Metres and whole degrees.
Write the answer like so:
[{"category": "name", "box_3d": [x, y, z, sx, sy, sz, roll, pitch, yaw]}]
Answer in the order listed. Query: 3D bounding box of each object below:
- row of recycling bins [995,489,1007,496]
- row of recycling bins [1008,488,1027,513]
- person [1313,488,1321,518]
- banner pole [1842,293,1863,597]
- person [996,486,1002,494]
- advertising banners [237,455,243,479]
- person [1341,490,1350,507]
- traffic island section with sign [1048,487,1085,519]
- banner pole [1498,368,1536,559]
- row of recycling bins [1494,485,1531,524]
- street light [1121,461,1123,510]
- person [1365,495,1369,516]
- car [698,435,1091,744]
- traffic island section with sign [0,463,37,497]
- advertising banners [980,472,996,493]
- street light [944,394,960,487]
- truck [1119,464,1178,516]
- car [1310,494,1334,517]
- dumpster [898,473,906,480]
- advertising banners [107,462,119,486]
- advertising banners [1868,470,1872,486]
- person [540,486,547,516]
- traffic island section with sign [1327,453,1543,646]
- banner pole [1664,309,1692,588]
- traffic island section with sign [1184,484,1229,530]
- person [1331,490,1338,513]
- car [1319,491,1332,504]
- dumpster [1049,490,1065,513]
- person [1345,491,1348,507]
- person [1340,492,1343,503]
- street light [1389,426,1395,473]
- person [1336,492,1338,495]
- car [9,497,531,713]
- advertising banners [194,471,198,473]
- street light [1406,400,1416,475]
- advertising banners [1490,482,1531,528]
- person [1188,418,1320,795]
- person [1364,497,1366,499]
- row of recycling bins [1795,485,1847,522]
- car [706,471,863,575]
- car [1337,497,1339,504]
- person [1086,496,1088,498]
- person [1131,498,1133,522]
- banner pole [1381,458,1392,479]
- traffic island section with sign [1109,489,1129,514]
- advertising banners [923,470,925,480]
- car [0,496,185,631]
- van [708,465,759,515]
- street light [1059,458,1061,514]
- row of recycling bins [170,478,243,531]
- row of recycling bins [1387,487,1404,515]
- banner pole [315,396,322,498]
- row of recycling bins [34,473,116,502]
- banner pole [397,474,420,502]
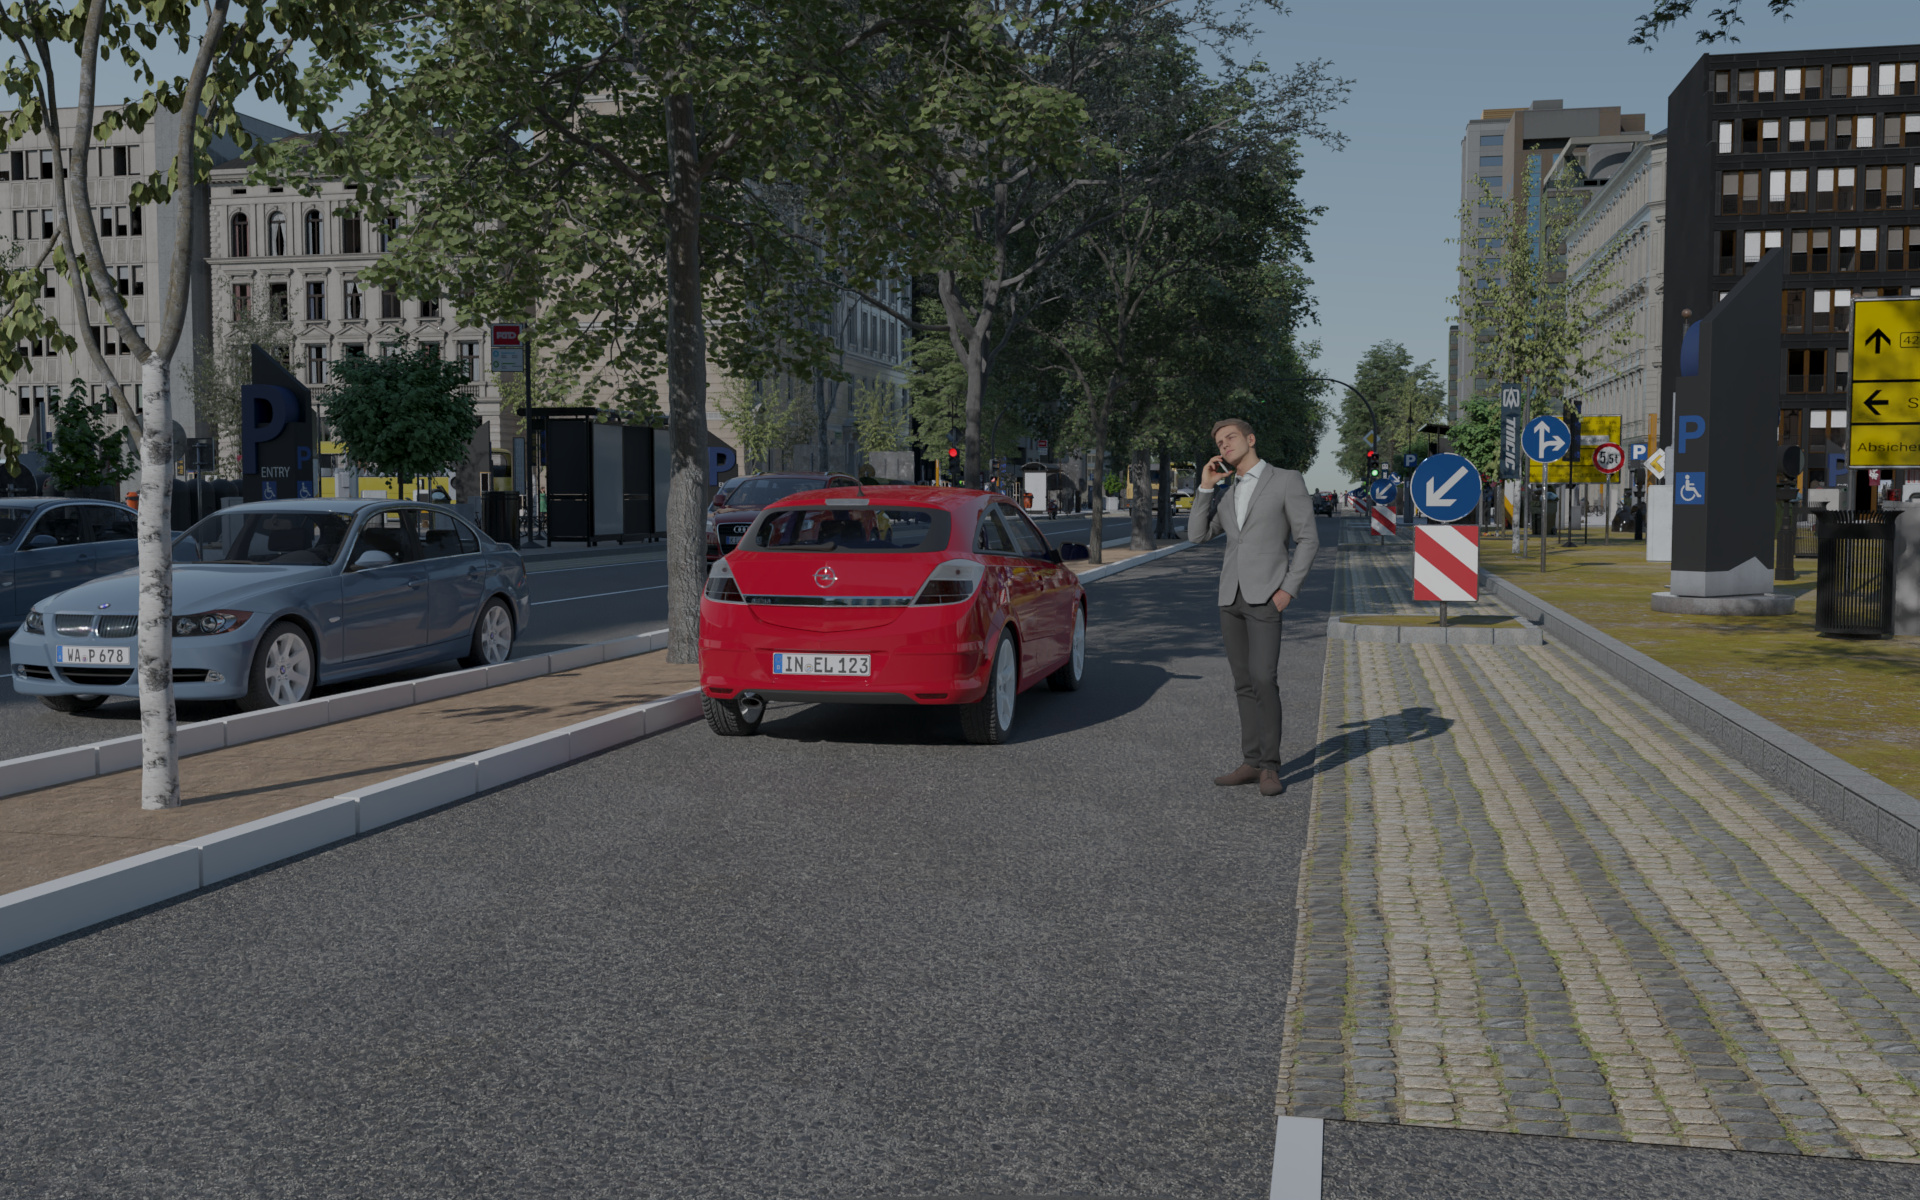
[{"category": "row of recycling bins", "box_3d": [2.314, -8.120, 139.882, 3.534, 1.692, 1.069, -1, 4, -14]}, {"category": "row of recycling bins", "box_3d": [4.624, -6.898, 119.890, 1.069, 1.692, 3.534, 2, 4, 25]}, {"category": "person", "box_3d": [21.097, -5.744, 102.589, 0.709, 1.800, 0.728, -1, 4, -12]}, {"category": "banner pole", "box_3d": [11.311, -1.926, 21.514, 0.401, 3.779, 0.863, -3, 4, -36]}, {"category": "person", "box_3d": [1.838, -4.481, 81.865, 0.391, 1.810, 0.635, 0, 4, -7]}, {"category": "advertising banners", "box_3d": [-31.228, -4.953, 77.175, 2.074, 3.025, 0.090, 0, 4, 8]}, {"category": "person", "box_3d": [42.622, -11.204, 191.310, 1.348, 1.869, 0.705, -1, 4, -19]}, {"category": "traffic island section with sign", "box_3d": [6.210, -5.618, 100.488, 1.989, 1.847, 2.006, 1, 4, 12]}, {"category": "banner pole", "box_3d": [11.082, -2.718, 34.456, 0.863, 3.779, 0.401, -1, 4, -17]}, {"category": "row of recycling bins", "box_3d": [23.918, -4.156, 75.058, 1.069, 1.692, 3.534, 2, 4, 32]}, {"category": "street light", "box_3d": [13.327, -10.346, 141.946, 0.468, 5.910, 1.993, 1, 4, 12]}, {"category": "person", "box_3d": [25.041, -5.954, 106.022, 0.466, 1.800, 0.511, 1, 4, 23]}, {"category": "car", "box_3d": [-0.269, -0.152, 11.534, 2.155, 1.783, 4.494, 1, 4, 13]}, {"category": "traffic island section with sign", "box_3d": [-11.543, -0.713, 20.292, 1.989, 1.847, 2.006, 1, 4, 12]}, {"category": "advertising banners", "box_3d": [2.314, -8.628, 137.251, 2.074, 3.025, 0.090, -2, 4, -28]}, {"category": "street light", "box_3d": [-0.338, -6.548, 79.840, 0.468, 5.910, 1.993, 1, 4, 12]}, {"category": "truck", "box_3d": [12.499, -7.143, 112.708, 3.469, 3.379, 9.791, 1, 4, 12]}, {"category": "car", "box_3d": [22.256, -5.988, 107.693, 2.009, 1.686, 4.222, 1, 4, 11]}, {"category": "dumpster", "box_3d": [-3.135, -4.774, 80.546, 1.502, 2.255, 1.985, 1, 4, 13]}, {"category": "advertising banners", "box_3d": [-26.690, -3.499, 53.404, 0.090, 3.025, 2.074, 1, 4, 22]}, {"category": "advertising banners", "box_3d": [29.483, -3.573, 54.612, 0.090, 3.025, 2.074, -2, 4, -25]}, {"category": "person", "box_3d": [-19.627, -4.448, 81.478, 0.529, 1.795, 0.600, 1, 4, 15]}, {"category": "traffic island section with sign", "box_3d": [4.717, -0.536, 17.387, 1.989, 1.847, 2.006, 1, 4, 12]}, {"category": "banner pole", "box_3d": [9.892, -2.036, 23.303, 0.401, 3.779, 0.863, -1, 4, -17]}, {"category": "traffic island section with sign", "box_3d": [10.057, -3.745, 69.361, 2.006, 1.907, 1.989, 1, 4, 12]}, {"category": "person", "box_3d": [29.117, -7.695, 134.727, 0.576, 1.772, 0.534, 1, 4, 14]}, {"category": "car", "box_3d": [45.297, -12.600, 214.678, 2.281, 1.827, 5.304, 1, 4, 12]}, {"category": "dumpster", "box_3d": [6.906, -7.020, 120.539, 1.264, 1.857, 1.865, 1, 4, 12]}, {"category": "person", "box_3d": [39.205, -10.172, 175.727, 0.530, 1.710, 0.541, 3, 5, 40]}, {"category": "person", "box_3d": [60.501, -16.250, 274.863, 0.551, 1.740, 0.621, 1, 4, 12]}, {"category": "street light", "box_3d": [29.088, -8.797, 116.617, 0.468, 5.910, 1.993, 1, 4, 12]}, {"category": "person", "box_3d": [63.660, -17.345, 293.013, 0.541, 1.710, 0.530, 2, 4, 30]}, {"category": "car", "box_3d": [-4.800, -0.044, 12.722, 2.014, 1.417, 4.499, 1, 4, 13]}, {"category": "advertising banners", "box_3d": [-35.512, -5.078, 79.208, 0.090, 3.025, 2.074, 2, 4, 33]}, {"category": "street light", "box_3d": [22.204, -6.894, 85.508, 0.468, 5.910, 1.993, 1, 4, 12]}, {"category": "advertising banners", "box_3d": [20.724, -4.230, 65.344, 2.074, 3.025, 0.090, -2, 4, -24]}, {"category": "person", "box_3d": [1.423, 0.014, 8.451, 0.473, 1.802, 0.592, -2, 4, -28]}, {"category": "person", "box_3d": [33.226, -8.079, 141.599, 0.522, 1.701, 0.512, 1, 4, 10]}, {"category": "row of recycling bins", "box_3d": [39.829, -4.538, 81.315, 3.534, 1.692, 1.069, 1, 4, 22]}, {"category": "car", "box_3d": [-2.743, -1.210, 28.451, 2.281, 1.827, 5.304, 1, 4, 11]}, {"category": "car", "box_3d": [56.338, -15.294, 261.852, 2.131, 1.459, 4.920, 1, 4, 14]}, {"category": "person", "box_3d": [17.534, -13.906, 235.996, 0.705, 1.807, 1.348, 2, 4, 26]}, {"category": "person", "box_3d": [8.033, -4.287, 78.936, 0.601, 1.785, 0.444, -3, 5, -44]}, {"category": "banner pole", "box_3d": [29.537, -7.936, 119.764, 0.863, 3.779, 0.401, 0, 4, 8]}, {"category": "traffic island section with sign", "box_3d": [12.036, -7.228, 126.808, 1.989, 1.847, 2.006, 1, 4, 12]}, {"category": "advertising banners", "box_3d": [-2.977, -7.888, 125.149, 0.090, 3.025, 2.074, 1, 4, 23]}, {"category": "car", "box_3d": [-9.514, -0.322, 17.273, 2.014, 1.417, 4.499, 1, 4, 12]}, {"category": "van", "box_3d": [-4.182, -1.748, 35.588, 2.013, 2.044, 4.112, 1, 4, 13]}, {"category": "street light", "box_3d": [6.432, -8.448, 110.907, 0.468, 5.910, 1.993, 1, 4, 12]}, {"category": "row of recycling bins", "box_3d": [-20.149, -2.406, 46.456, 1.069, 1.692, 3.534, 1, 4, 15]}, {"category": "row of recycling bins", "box_3d": [26.640, -6.036, 105.802, 1.069, 1.692, 3.534, 1, 4, 16]}, {"category": "banner pole", "box_3d": [-16.278, -3.302, 44.011, 0.401, 3.779, 0.863, -1, 4, -18]}, {"category": "row of recycling bins", "box_3d": [-17.733, -1.638, 33.898, 3.534, 1.692, 1.069, 2, 4, 34]}, {"category": "banner pole", "box_3d": [-16.555, -3.801, 52.158, 0.863, 3.779, 0.401, 0, 4, 0]}]
